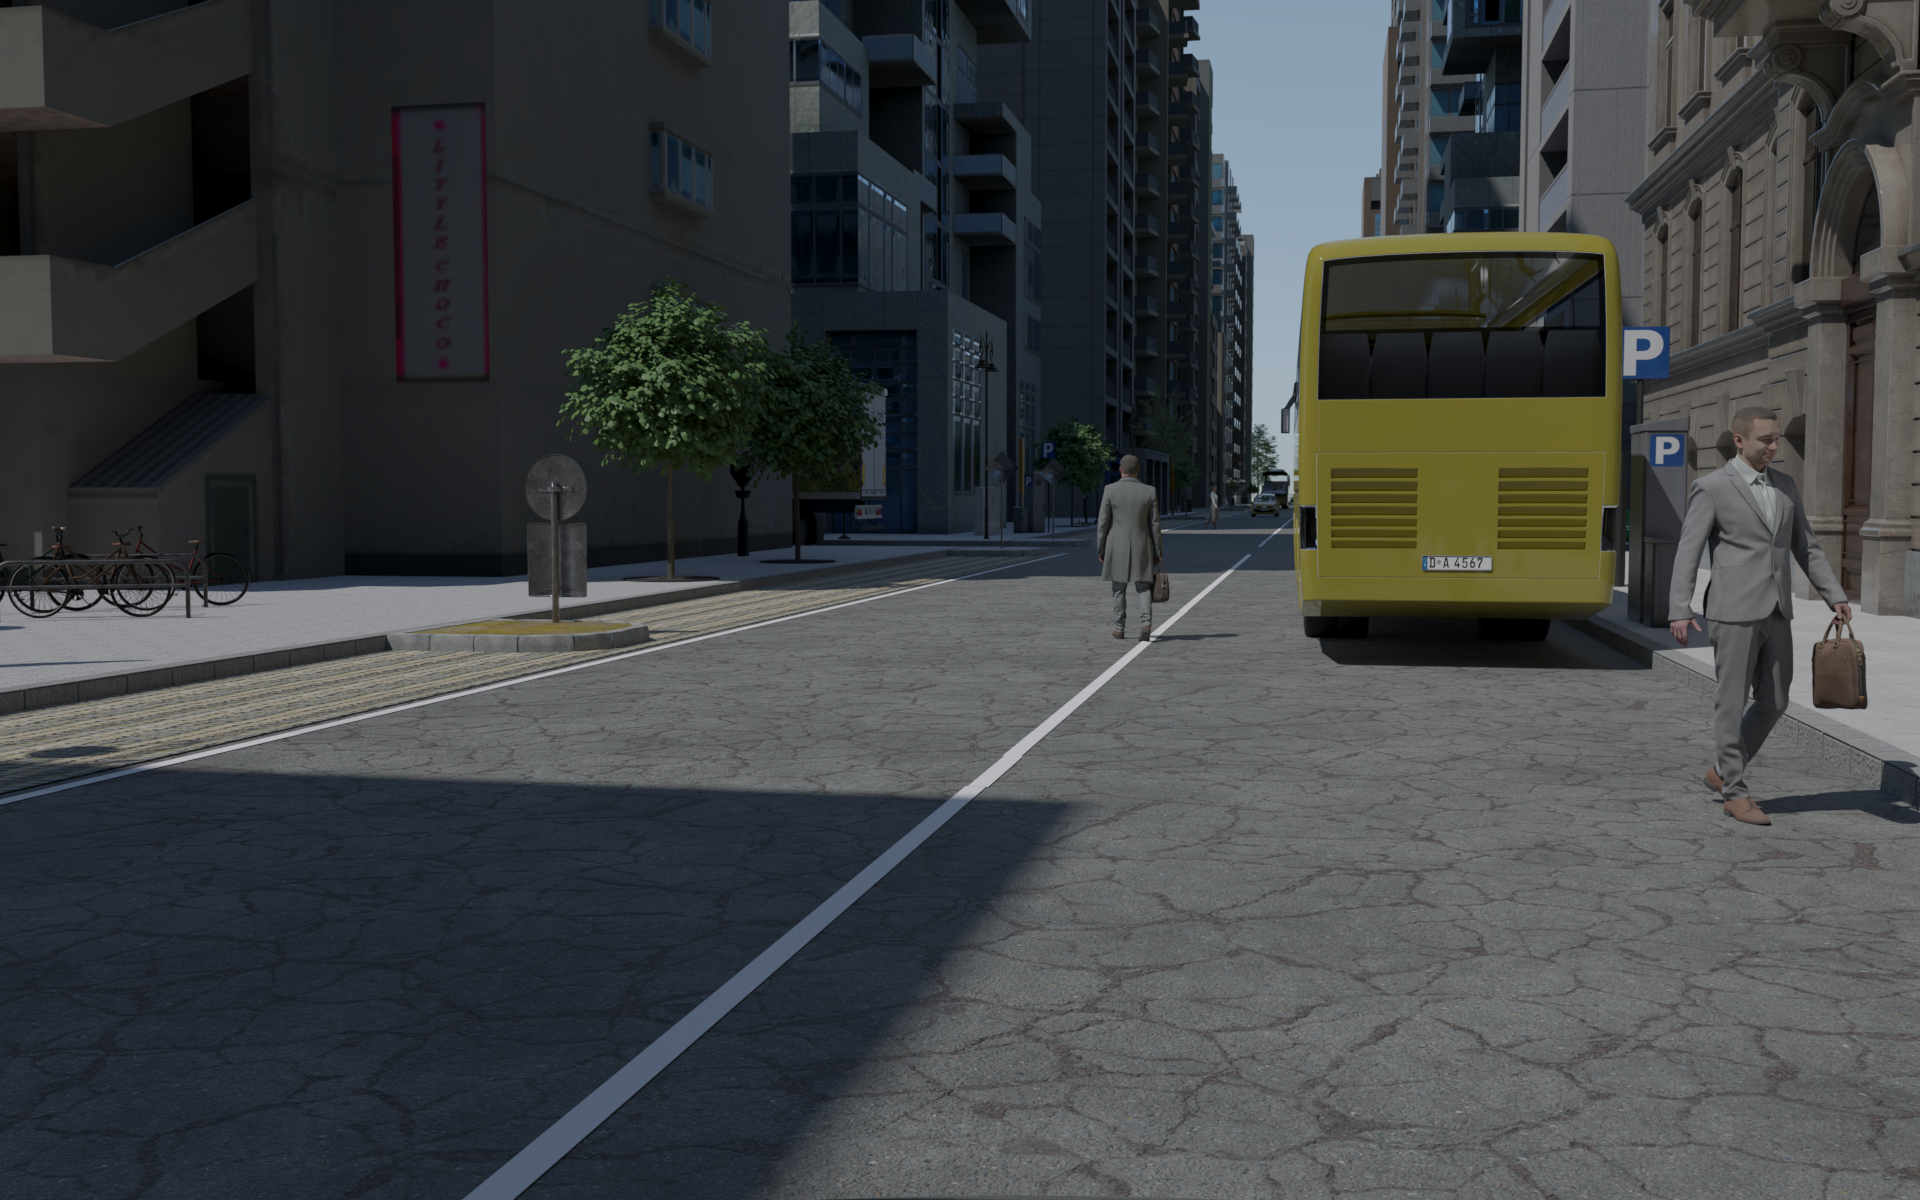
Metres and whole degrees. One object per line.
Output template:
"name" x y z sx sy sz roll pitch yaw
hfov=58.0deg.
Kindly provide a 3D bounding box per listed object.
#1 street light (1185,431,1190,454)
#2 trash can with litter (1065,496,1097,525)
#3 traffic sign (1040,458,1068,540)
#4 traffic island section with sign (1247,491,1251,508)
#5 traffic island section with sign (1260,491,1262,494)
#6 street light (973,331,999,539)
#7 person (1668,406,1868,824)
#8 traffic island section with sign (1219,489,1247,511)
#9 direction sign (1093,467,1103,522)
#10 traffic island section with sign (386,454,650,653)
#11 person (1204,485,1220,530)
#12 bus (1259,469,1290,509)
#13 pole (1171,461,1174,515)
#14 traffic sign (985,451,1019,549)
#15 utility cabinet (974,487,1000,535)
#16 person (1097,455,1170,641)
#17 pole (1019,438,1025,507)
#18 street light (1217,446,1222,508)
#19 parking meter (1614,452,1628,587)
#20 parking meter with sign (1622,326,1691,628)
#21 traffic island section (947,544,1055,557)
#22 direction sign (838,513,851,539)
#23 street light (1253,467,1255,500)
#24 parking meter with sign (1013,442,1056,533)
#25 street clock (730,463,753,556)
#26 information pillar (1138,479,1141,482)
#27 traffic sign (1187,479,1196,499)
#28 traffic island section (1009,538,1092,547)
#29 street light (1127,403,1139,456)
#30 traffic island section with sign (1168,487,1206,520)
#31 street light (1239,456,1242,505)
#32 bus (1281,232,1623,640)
"street light" 16.311 -9.255 124.107 0.468 5.910 1.993 1 4 12
"trash can with litter" 5.081 -3.704 71.610 1.678 1.210 2.233 1 4 9
"traffic sign" 2.612 -2.740 48.446 0.795 2.450 0.064 1 4 12
"traffic island section with sign" 28.445 -10.023 172.506 1.989 1.847 2.006 1 4 12
"traffic island section with sign" 45.277 -14.964 253.294 1.989 1.847 2.006 1 4 12
"street light" 0.754 -4.674 49.215 0.468 5.910 1.993 1 4 12
"person" 3.489 0.063 7.592 0.709 1.813 0.853 -1 4 -16
"traffic island section with sign" 22.938 -8.409 146.117 1.989 1.847 2.006 1 4 12
"direction sign" 6.205 -5.276 78.257 0.379 3.537 0.876 2 4 35
"traffic island section with sign" -4.076 -0.482 16.512 1.989 1.847 2.006 1 4 12
"person" 10.112 -3.717 69.505 0.641 1.798 0.478 2 4 26
"bus" 31.165 -10.961 170.758 2.896 3.916 12.252 1 4 12
"pole" 12.929 -6.816 105.287 0.158 3.312 0.155 0 3 0
"traffic sign" 0.982 -2.262 40.628 0.795 2.450 0.064 1 4 12
"utility cabinet" 0.858 -2.767 53.915 0.318 1.500 1.173 2 4 28
"person" 1.688 -0.512 16.968 0.694 1.812 0.767 0 4 -1
"pole" 2.252 -4.242 63.207 0.158 3.312 0.155 0 3 0
"street light" 24.226 -11.585 162.201 0.468 5.910 1.993 1 4 12
"parking meter" 9.014 -1.120 24.022 0.399 1.863 0.255 3 4 36
"parking meter with sign" 6.959 -1.287 17.307 0.543 3.016 1.738 1 4 10
"traffic island section" 0.958 -1.126 40.695 2.009 0.180 2.903 1 4 12
"direction sign" -3.287 -3.490 49.053 0.876 3.537 0.379 -1 4 -20
"street light" 41.372 -16.576 243.802 0.468 5.910 1.993 1 4 12
"parking meter with sign" 2.444 -3.732 57.277 0.543 3.016 1.738 3 5 40
"street clock" -4.473 -1.903 35.678 0.471 2.002 0.358 1 4 12
"information pillar" 8.857 -5.017 86.515 0.304 2.012 0.304 0 4 1
"traffic sign" 16.320 -7.491 122.591 0.768 2.556 0.104 1 4 17
"traffic island section" 2.587 -1.604 48.512 2.009 0.180 2.903 1 4 12
"street light" 8.780 -7.045 87.978 0.468 5.910 1.993 1 4 12
"traffic island section with sign" 12.778 -5.425 97.325 1.989 1.847 2.006 1 4 12
"street light" 33.315 -14.248 205.737 0.468 5.910 1.993 1 4 12
"bus" 5.144 -1.737 19.940 2.896 3.916 12.252 1 4 11
